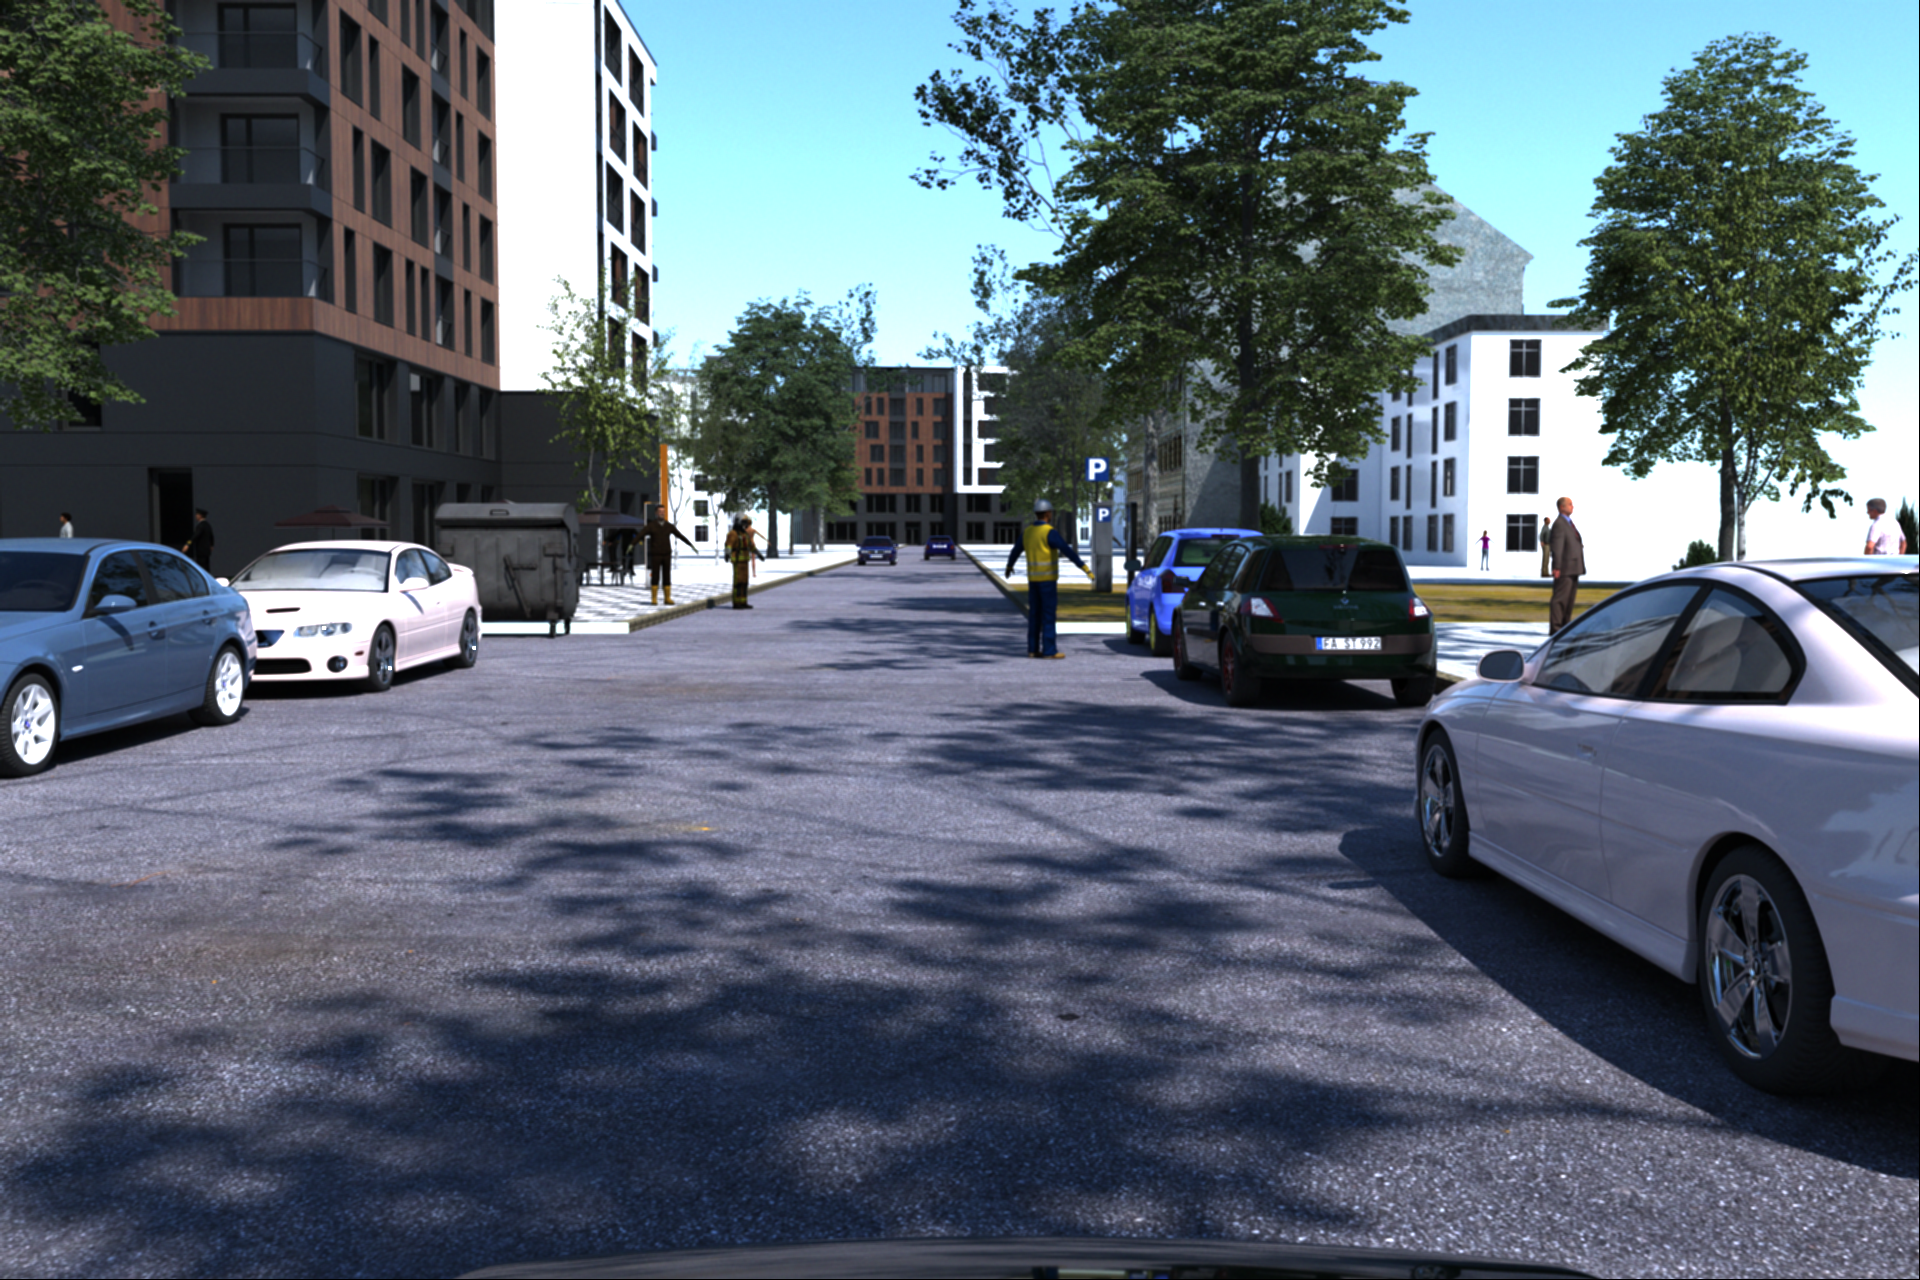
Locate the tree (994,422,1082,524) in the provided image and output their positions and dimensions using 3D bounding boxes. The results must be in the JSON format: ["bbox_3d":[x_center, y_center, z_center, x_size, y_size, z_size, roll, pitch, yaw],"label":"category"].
[{"bbox_3d":[5.793,-12.839,128.040,7.486,12.596,7.792,0,3,0],"label":"tree"}]

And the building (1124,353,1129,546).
[{"bbox_3d":[21.953,-19.565,176.312,16.016,20.090,11.380,0,4,0],"label":"building"}]

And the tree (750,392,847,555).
[{"bbox_3d":[-10.064,-10.483,105.815,8.767,10.594,7.601,3,5,45],"label":"tree"}]

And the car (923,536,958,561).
[{"bbox_3d":[-1.092,-5.052,95.178,1.945,1.354,3.894,0,4,0],"label":"car"}]

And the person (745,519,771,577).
[{"bbox_3d":[-6.229,-2.734,51.500,1.217,1.733,0.721,0,4,5],"label":"person"}]

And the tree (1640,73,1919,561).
[{"bbox_3d":[12.873,-4.753,28.074,4.737,8.622,4.395,0,3,0],"label":"tree"}]

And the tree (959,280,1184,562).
[{"bbox_3d":[5.159,-10.323,79.158,12.009,13.543,11.850,0,3,0],"label":"tree"}]

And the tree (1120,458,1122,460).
[{"bbox_3d":[20.784,-18.172,222.869,9.928,11.665,9.643,0,3,0],"label":"tree"}]

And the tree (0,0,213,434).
[{"bbox_3d":[-12.613,-6.249,20.306,7.486,12.596,7.792,0,3,0],"label":"tree"}]

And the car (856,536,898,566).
[{"bbox_3d":[-3.804,-4.119,79.931,1.945,1.354,3.894,0,4,-1],"label":"car"}]

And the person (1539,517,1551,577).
[{"bbox_3d":[17.384,-2.752,51.272,0.705,1.796,1.348,3,4,38],"label":"person"}]

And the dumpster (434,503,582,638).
[{"bbox_3d":[-6.316,-0.980,24.236,1.865,1.857,1.264,0,4,-1],"label":"dumpster"}]

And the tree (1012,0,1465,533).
[{"bbox_3d":[4.770,-6.826,29.739,7.486,12.596,7.792,0,3,0],"label":"tree"}]

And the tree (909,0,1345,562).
[{"bbox_3d":[4.293,-11.729,47.656,12.611,20.169,13.585,0,3,0],"label":"tree"}]

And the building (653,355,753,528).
[{"bbox_3d":[-28.568,-20.042,184.111,16.016,20.090,11.380,0,4,0],"label":"building"}]

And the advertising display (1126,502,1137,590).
[{"bbox_3d":[3.482,-1.835,35.210,0.123,1.923,0.974,0,4,-1],"label":"advertising display"}]

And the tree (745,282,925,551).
[{"bbox_3d":[-9.122,-16.742,129.618,12.611,20.169,13.585,0,3,0],"label":"tree"}]

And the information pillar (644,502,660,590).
[{"bbox_3d":[-7.125,-2.180,40.143,0.304,2.012,0.304,0,3,0],"label":"information pillar"}]

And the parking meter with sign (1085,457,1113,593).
[{"bbox_3d":[3.139,-2.589,38.592,0.543,3.016,1.738,0,4,-2],"label":"parking meter with sign"}]

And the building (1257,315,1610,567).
[{"bbox_3d":[20.230,-8.455,80.384,9.099,9.664,28.070,0,3,0],"label":"building"}]

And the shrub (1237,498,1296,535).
[{"bbox_3d":[6.558,-2.042,37.421,1.661,2.075,1.752,0,3,0],"label":"shrub"}]

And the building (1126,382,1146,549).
[{"bbox_3d":[24.688,-19.562,150.767,19.493,23.208,18.063,0,3,0],"label":"building"}]

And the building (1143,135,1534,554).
[{"bbox_3d":[21.356,-16.662,103.355,19.493,23.208,18.063,0,4,-1],"label":"building"}]

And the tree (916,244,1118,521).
[{"bbox_3d":[3.740,-15.812,114.422,12.611,20.169,13.585,0,3,0],"label":"tree"}]

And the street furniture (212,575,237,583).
[{"bbox_3d":[-14.569,-0.930,30.831,5.734,0.657,10.072,0,4,-7],"label":"street furniture"}]

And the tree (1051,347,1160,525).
[{"bbox_3d":[5.133,-7.109,66.599,4.360,8.622,3.978,0,3,0],"label":"tree"}]

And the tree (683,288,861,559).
[{"bbox_3d":[-9.917,-11.233,90.311,9.857,13.997,8.962,0,3,0],"label":"tree"}]

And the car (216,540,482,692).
[{"bbox_3d":[-6.144,-0.295,17.180,2.083,1.381,4.827,0,3,0],"label":"car"}]

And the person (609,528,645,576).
[{"bbox_3d":[-10.205,-2.880,53.276,1.347,1.806,0.705,1,4,12],"label":"person"}]

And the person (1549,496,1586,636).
[{"bbox_3d":[7.666,-0.930,21.809,0.434,1.755,0.990,3,5,40],"label":"person"}]

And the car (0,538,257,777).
[{"bbox_3d":[-6.340,0.017,11.725,2.014,1.417,4.499,0,3,0],"label":"car"}]

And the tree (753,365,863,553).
[{"bbox_3d":[-10.289,-12.146,116.708,7.486,12.596,7.792,0,3,0],"label":"tree"}]

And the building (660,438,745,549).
[{"bbox_3d":[-25.030,-13.678,165.775,9.099,9.664,28.070,0,3,0],"label":"building"}]

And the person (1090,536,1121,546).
[{"bbox_3d":[4.305,-2.792,51.773,1.348,1.813,0.705,-3,5,-44],"label":"person"}]

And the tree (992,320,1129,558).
[{"bbox_3d":[5.460,-10.651,92.276,7.486,12.596,7.792,0,3,0],"label":"tree"}]

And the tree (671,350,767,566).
[{"bbox_3d":[-9.693,-7.261,69.086,4.360,8.622,3.978,0,3,0],"label":"tree"}]

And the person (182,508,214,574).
[{"bbox_3d":[-16.178,-1.896,36.928,0.705,1.837,1.347,0,4,0],"label":"person"}]

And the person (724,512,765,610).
[{"bbox_3d":[-4.158,-1.515,33.002,0.705,1.858,1.354,2,4,24],"label":"person"}]

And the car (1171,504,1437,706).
[{"bbox_3d":[3.025,-0.370,15.833,2.009,1.686,4.222,0,4,-2],"label":"car"}]

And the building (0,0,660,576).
[{"bbox_3d":[-26.938,-13.178,59.441,27.936,21.610,32.646,0,4,-1],"label":"building"}]

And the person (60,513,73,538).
[{"bbox_3d":[-22.113,-2.240,42.818,0.705,1.806,1.347,-2,4,-33],"label":"person"}]

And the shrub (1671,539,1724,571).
[{"bbox_3d":[14.849,-1.449,34.813,1.383,1.207,1.383,0,3,0],"label":"shrub"}]

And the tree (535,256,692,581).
[{"bbox_3d":[-9.657,-5.913,47.048,4.737,8.622,4.395,0,3,0],"label":"tree"}]

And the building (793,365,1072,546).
[{"bbox_3d":[-4.473,-22.910,221.008,32.646,21.610,27.936,-1,4,-8],"label":"building"}]

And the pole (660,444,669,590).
[{"bbox_3d":[-6.736,-2.793,39.513,0.158,3.312,0.155,0,3,0],"label":"pole"}]

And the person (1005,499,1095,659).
[{"bbox_3d":[0.976,-0.707,19.983,1.349,1.833,0.705,3,5,45],"label":"person"}]

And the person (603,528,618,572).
[{"bbox_3d":[-11.696,-3.178,58.181,0.704,1.802,1.346,0,4,8],"label":"person"}]

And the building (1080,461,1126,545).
[{"bbox_3d":[19.243,-15.646,197.967,9.099,9.664,28.070,0,4,-1],"label":"building"}]

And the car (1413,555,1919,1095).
[{"bbox_3d":[2.936,0.400,5.817,2.083,1.381,4.827,0,4,-1],"label":"car"}]

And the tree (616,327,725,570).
[{"bbox_3d":[-10.108,-6.816,61.800,4.360,8.622,3.978,0,3,0],"label":"tree"}]

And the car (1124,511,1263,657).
[{"bbox_3d":[3.048,-0.731,21.547,1.945,1.707,3.694,0,4,-1],"label":"car"}]

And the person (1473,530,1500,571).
[{"bbox_3d":[18.461,-3.151,60.784,0.991,1.433,0.599,3,5,42],"label":"person"}]

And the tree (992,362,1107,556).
[{"bbox_3d":[5.433,-10.738,101.318,9.928,11.665,9.643,0,3,0],"label":"tree"}]

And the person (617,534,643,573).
[{"bbox_3d":[-10.822,-3.067,56.617,1.216,1.772,0.721,3,5,39],"label":"person"}]

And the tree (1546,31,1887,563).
[{"bbox_3d":[17.516,-7.464,40.169,7.486,12.596,7.792,0,3,0],"label":"tree"}]

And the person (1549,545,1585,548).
[{"bbox_3d":[16.326,-2.501,46.743,1.347,1.847,0.705,-2,4,-31],"label":"person"}]

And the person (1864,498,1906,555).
[{"bbox_3d":[10.893,-0.831,20.561,0.756,1.711,0.436,-1,4,-23],"label":"person"}]

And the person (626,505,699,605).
[{"bbox_3d":[-5.400,-1.541,31.329,1.346,1.812,0.704,-2,4,-26],"label":"person"}]
